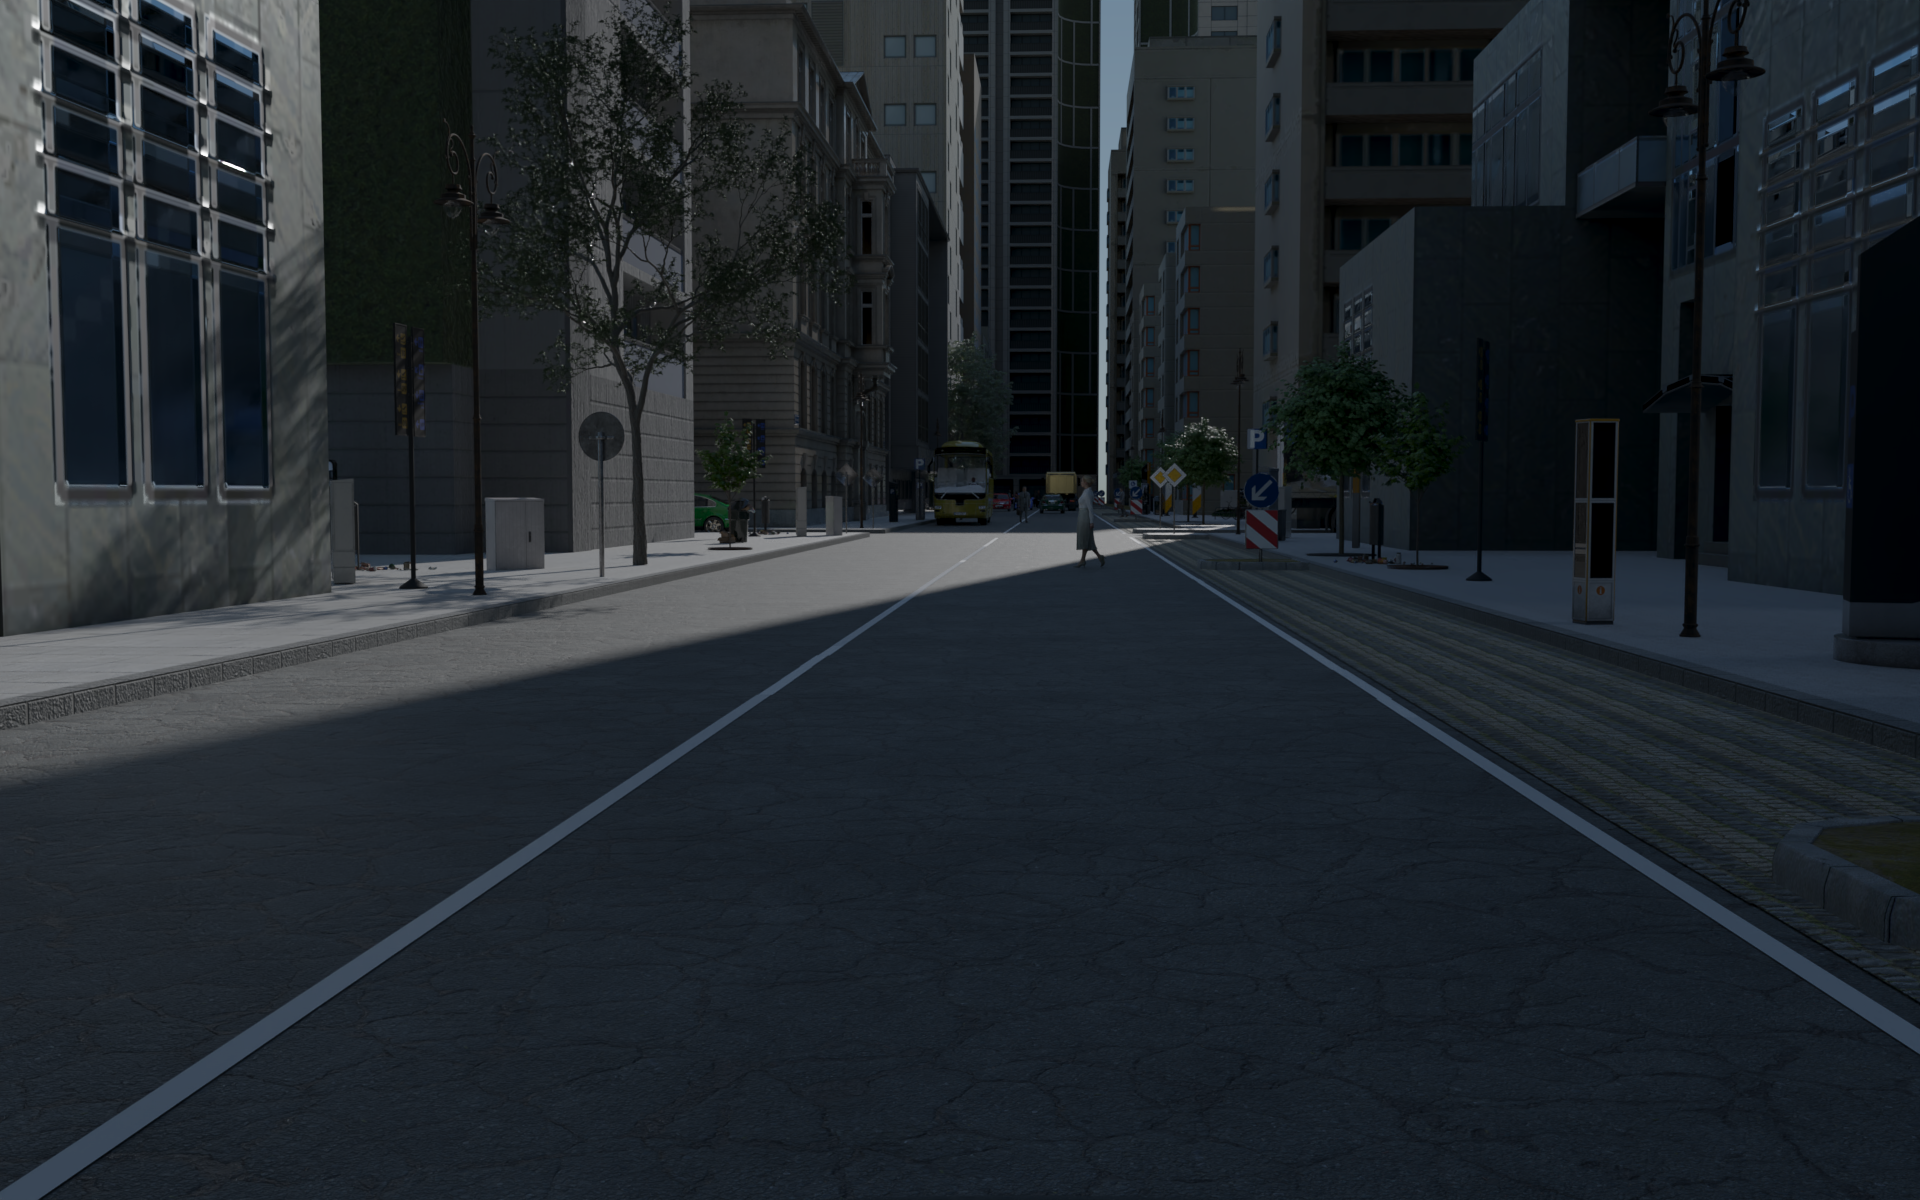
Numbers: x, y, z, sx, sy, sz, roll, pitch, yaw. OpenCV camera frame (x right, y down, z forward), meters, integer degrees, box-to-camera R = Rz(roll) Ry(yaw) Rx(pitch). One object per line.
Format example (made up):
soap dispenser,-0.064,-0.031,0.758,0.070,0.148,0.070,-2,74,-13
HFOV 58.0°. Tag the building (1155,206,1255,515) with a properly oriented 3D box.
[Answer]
building,28.187,-16.698,118.055,27.650,21.520,28.899,0,4,3

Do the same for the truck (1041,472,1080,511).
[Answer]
truck,8.755,-9.432,150.136,3.469,3.379,9.791,0,4,3

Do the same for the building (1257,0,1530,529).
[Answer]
building,23.493,-27.434,72.240,21.600,48.544,21.300,0,4,3

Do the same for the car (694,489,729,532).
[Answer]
car,-9.703,-3.116,59.736,4.718,1.807,1.959,0,4,1

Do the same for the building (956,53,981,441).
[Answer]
building,-5.108,-32.046,174.063,14.600,45.320,14.200,0,4,3

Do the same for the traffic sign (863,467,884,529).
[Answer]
traffic sign,-3.220,-3.707,64.249,0.795,2.450,0.064,0,4,3

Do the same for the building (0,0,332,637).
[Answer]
building,-18.230,-42.343,4.976,22.319,86.520,31.000,0,4,3

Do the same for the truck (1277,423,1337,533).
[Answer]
truck,16.674,-4.322,59.576,11.283,4.237,2.839,0,4,5

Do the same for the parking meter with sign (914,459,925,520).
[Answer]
parking meter with sign,-1.957,-5.474,85.755,0.543,3.016,1.738,0,4,1

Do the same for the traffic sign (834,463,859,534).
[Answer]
traffic sign,-3.691,-3.219,56.278,0.795,2.450,0.064,0,4,3

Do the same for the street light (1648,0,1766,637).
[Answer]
street light,6.565,-2.606,15.398,0.468,5.910,1.993,0,4,3

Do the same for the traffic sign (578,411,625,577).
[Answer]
traffic sign,-5.542,-1.629,26.742,0.768,2.556,0.104,1,4,13

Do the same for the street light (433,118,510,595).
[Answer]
street light,-6.111,-3.001,21.857,0.468,5.910,1.993,0,4,3

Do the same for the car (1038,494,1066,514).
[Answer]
car,6.834,-7.137,128.485,2.131,1.459,4.920,0,4,2

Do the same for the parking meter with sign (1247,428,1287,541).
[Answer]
parking meter with sign,8.342,-3.095,46.866,0.543,3.016,1.738,2,4,31

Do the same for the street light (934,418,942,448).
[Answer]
street light,-1.342,-8.058,104.533,0.468,5.910,1.993,0,4,3

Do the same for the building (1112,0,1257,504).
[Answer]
building,28.494,-46.664,201.206,20.563,71.187,20.611,0,4,3

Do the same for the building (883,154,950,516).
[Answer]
building,-8.713,-18.110,115.160,14.314,24.678,30.058,0,4,3

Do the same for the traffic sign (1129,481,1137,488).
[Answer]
traffic sign,13.222,-7.966,132.381,0.606,2.300,0.079,1,4,11

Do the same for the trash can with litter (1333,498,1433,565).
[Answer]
trash can with litter,7.816,-1.306,32.413,1.678,1.210,2.233,0,4,1

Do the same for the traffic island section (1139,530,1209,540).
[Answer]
traffic island section,6.907,-2.045,55.710,2.009,0.180,2.903,0,4,3

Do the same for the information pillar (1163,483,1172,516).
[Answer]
information pillar,12.136,-6.702,100.932,0.504,3.616,0.183,-3,5,-39

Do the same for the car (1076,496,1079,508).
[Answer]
car,11.670,-10.466,183.115,2.014,1.417,4.499,0,4,4

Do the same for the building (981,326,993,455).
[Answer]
building,-11.130,-21.815,201.711,28.899,21.520,27.650,0,4,3

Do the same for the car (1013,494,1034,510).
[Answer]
car,5.674,-8.909,155.246,1.945,1.707,3.694,0,4,3

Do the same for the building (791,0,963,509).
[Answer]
building,-13.695,-34.511,153.498,28.713,52.752,27.495,0,4,3

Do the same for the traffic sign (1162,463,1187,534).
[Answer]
traffic sign,6.883,-3.180,55.634,0.795,2.450,0.064,0,4,3

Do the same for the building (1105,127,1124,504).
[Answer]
building,30.299,-37.168,231.390,21.600,48.544,21.300,0,4,3

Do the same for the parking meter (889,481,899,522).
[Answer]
parking meter,-3.015,-4.475,78.882,0.399,1.863,0.255,2,4,28

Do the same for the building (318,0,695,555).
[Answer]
building,-22.041,-30.792,45.451,28.212,58.520,21.231,0,4,3

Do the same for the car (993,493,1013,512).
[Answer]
car,3.299,-8.211,143.284,2.155,1.783,4.494,0,4,3

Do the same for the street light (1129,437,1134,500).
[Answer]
street light,13.645,-10.074,137.505,0.468,5.910,1.993,0,4,3

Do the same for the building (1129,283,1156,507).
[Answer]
building,29.706,-19.011,155.865,27.650,21.520,28.899,0,4,3

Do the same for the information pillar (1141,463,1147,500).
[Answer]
information pillar,13.818,-8.457,129.624,0.504,3.616,0.183,-1,4,-19

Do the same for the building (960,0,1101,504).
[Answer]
building,8.410,-48.537,231.829,20.611,71.187,20.563,0,4,3

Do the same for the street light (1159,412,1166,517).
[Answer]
street light,11.466,-7.676,98.293,0.468,5.910,1.993,0,4,3

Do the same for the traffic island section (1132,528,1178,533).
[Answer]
traffic island section,7.379,-2.532,63.681,2.009,0.180,2.903,0,4,3

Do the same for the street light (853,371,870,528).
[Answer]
street light,-3.692,-5.631,64.861,0.468,5.910,1.993,0,4,3

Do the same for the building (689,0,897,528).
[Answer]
building,-10.392,-16.116,82.582,14.460,24.649,34.723,0,4,3

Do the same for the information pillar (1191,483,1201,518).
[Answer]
information pillar,12.770,-6.245,93.463,0.504,3.616,0.183,-1,4,-17

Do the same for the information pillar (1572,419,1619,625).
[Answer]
information pillar,6.258,-0.769,17.069,0.304,2.012,0.304,0,4,-7

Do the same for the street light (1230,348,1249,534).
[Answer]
street light,8.850,-5.023,54.914,0.468,5.910,1.993,0,4,3

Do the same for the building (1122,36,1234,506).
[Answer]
building,28.350,-34.074,180.803,21.300,48.544,21.600,0,4,3

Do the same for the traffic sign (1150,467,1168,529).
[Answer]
traffic sign,7.355,-3.667,63.605,0.795,2.450,0.064,0,4,3

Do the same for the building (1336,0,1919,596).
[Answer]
building,21.025,-43.933,30.973,22.319,86.520,31.000,0,4,3
